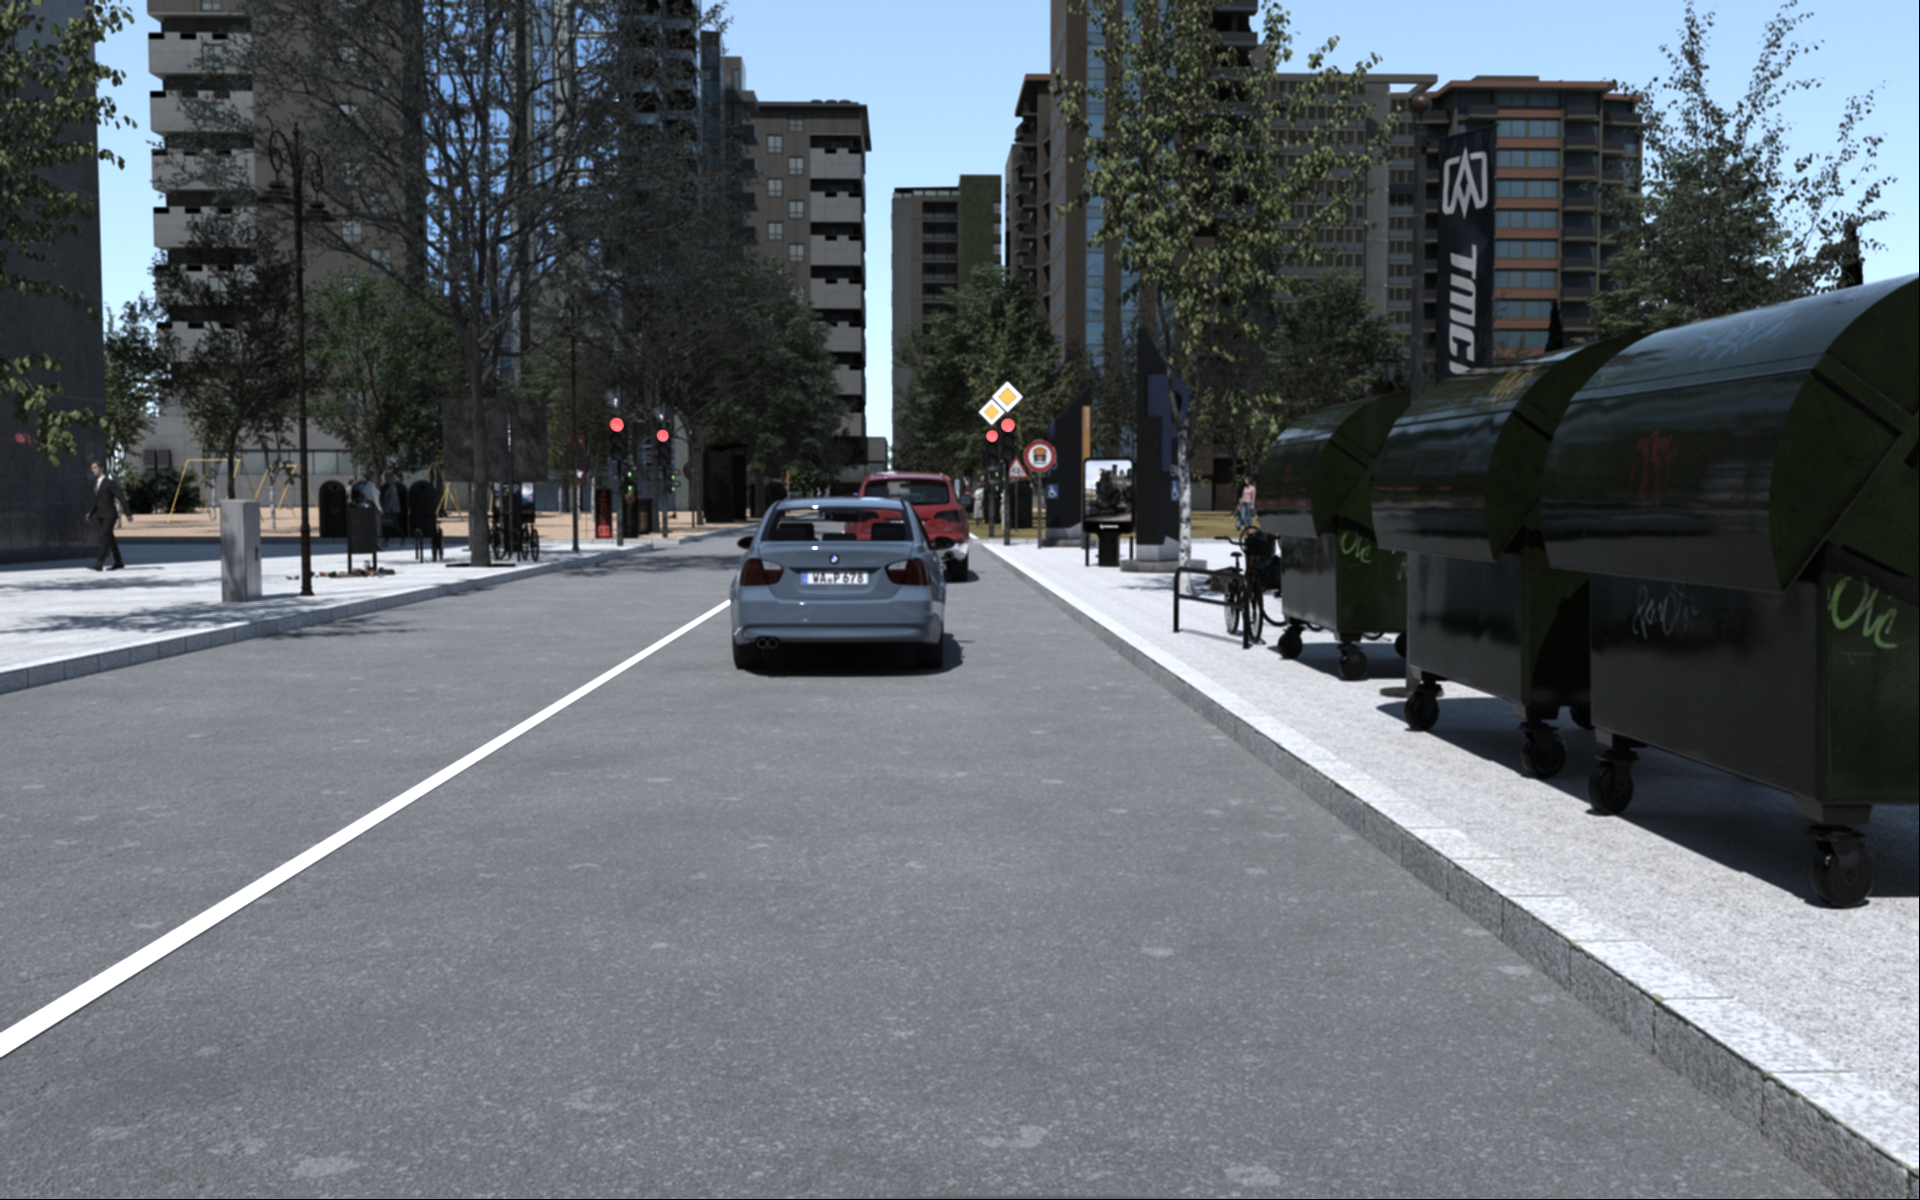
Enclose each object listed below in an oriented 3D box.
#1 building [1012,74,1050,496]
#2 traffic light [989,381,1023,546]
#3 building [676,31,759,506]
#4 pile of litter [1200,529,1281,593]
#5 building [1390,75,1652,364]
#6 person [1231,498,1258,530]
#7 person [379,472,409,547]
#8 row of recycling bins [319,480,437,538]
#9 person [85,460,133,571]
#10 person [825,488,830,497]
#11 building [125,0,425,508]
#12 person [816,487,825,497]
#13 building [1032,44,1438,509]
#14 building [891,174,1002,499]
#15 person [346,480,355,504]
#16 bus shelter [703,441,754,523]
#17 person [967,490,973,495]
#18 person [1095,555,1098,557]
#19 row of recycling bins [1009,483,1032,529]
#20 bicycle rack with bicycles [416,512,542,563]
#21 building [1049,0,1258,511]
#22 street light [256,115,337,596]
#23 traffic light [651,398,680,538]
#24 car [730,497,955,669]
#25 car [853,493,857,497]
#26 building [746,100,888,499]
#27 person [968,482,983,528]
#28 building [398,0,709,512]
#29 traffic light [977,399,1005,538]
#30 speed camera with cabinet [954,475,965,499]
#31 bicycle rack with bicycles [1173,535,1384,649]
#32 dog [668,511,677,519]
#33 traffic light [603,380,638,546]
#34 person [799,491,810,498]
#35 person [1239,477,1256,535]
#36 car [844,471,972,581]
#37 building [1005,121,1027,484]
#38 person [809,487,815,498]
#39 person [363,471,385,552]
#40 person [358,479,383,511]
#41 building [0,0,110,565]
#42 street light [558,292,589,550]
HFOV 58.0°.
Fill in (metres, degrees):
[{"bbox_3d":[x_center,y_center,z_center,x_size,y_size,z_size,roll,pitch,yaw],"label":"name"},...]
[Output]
[{"bbox_3d":[16.987,-32.133,180.001,22.147,44.769,28.867,0,4,-2],"label":"building"},{"bbox_3d":[1.157,-3.314,43.097,0.839,4.253,0.868,0,4,-2],"label":"traffic light"},{"bbox_3d":[-36.512,-34.277,180.030,30.456,49.044,23.786,0,4,-2],"label":"building"},{"bbox_3d":[3.795,-0.573,23.334,1.719,0.858,1.176,-3,5,-42],"label":"pile of litter"},{"bbox_3d":[57.597,-32.401,184.377,28.867,44.769,22.147,0,4,-2],"label":"building"},{"bbox_3d":[10.043,-3.029,61.057,1.012,1.151,0.738,1,4,11],"label":"person"},{"bbox_3d":[-13.613,-2.159,41.519,0.728,1.800,0.709,-1,4,-17],"label":"person"},{"bbox_3d":[-17.253,-2.705,51.335,3.534,1.692,1.069,0,4,3],"label":"row of recycling bins"},{"bbox_3d":[-14.339,-1.416,28.967,0.659,1.850,0.755,2,4,33],"label":"person"},{"bbox_3d":[-9.204,-6.875,120.765,0.748,1.841,0.638,2,4,24],"label":"person"},{"bbox_3d":[-66.008,-35.981,177.524,27.495,52.752,28.713,0,4,-2],"label":"building"},{"bbox_3d":[-8.474,-5.888,104.544,0.659,1.850,0.755,2,4,35],"label":"person"},{"bbox_3d":[22.914,-28.260,153.928,32.217,40.220,23.993,0,4,-2],"label":"building"},{"bbox_3d":[-1.878,-33.054,224.020,14.086,41.232,14.154,0,4,-2],"label":"building"},{"bbox_3d":[-23.554,-3.727,66.832,0.795,1.843,0.661,1,4,22],"label":"person"},{"bbox_3d":[-10.637,-5.418,79.874,1.731,3.624,6.357,0,4,-2],"label":"bus shelter"},{"bbox_3d":[0.840,-10.252,173.604,1.348,1.831,0.705,0,4,-6],"label":"person"},{"bbox_3d":[2.919,-1.803,34.886,0.474,1.900,0.648,1,4,13],"label":"person"},{"bbox_3d":[2.224,-3.599,65.954,1.069,1.692,3.534,0,4,8],"label":"row of recycling bins"},{"bbox_3d":[-9.426,-1.233,33.547,2.852,0.926,2.925,-1,4,-19],"label":"bicycle rack with bicycles"},{"bbox_3d":[14.419,-29.591,133.922,14.600,45.320,14.200,0,4,-2],"label":"building"},{"bbox_3d":[-8.238,-2.989,21.666,0.468,5.910,1.993,0,4,-2],"label":"street light"},{"bbox_3d":[-8.644,-3.783,50.770,0.839,4.253,0.868,0,4,-2],"label":"traffic light"},{"bbox_3d":[-1.035,-0.216,15.538,2.014,1.417,4.499,0,4,-2],"label":"car"},{"bbox_3d":[-9.519,-9.419,163.588,1.945,1.707,3.694,0,4,-2],"label":"car"},{"bbox_3d":[-23.627,-39.296,231.725,27.495,52.752,28.713,0,4,-2],"label":"building"},{"bbox_3d":[0.615,-3.574,65.046,0.524,1.755,0.480,-3,5,-40],"label":"person"},{"bbox_3d":[-31.472,-50.551,139.181,22.319,86.520,31.000,0,4,-2],"label":"building"},{"bbox_3d":[0.912,-3.802,51.078,0.839,4.253,0.868,0,4,-2],"label":"traffic light"},{"bbox_3d":[-0.123,-6.997,108.731,0.660,3.252,2.038,1,4,10],"label":"speed camera with cabinet"},{"bbox_3d":[3.147,-0.133,15.552,2.852,0.926,2.925,-1,4,-11],"label":"bicycle rack with bicycles"},{"bbox_3d":[-15.075,-4.452,90.532,0.748,0.427,0.550,-1,4,-14],"label":"dog"},{"bbox_3d":[-8.399,-3.295,42.789,0.839,4.253,0.868,0,4,-2],"label":"traffic light"},{"bbox_3d":[-18.030,-11.924,201.092,1.348,1.812,0.705,1,4,10],"label":"person"},{"bbox_3d":[8.979,-2.944,54.185,0.555,1.821,0.388,3,5,39],"label":"person"},{"bbox_3d":[-0.913,-1.305,30.004,2.281,1.827,5.304,0,4,-2],"label":"car"},{"bbox_3d":[16.670,-37.009,228.799,21.600,48.544,21.300,0,4,-2],"label":"building"},{"bbox_3d":[-11.792,-8.070,138.077,0.705,1.812,1.348,-1,4,-19],"label":"person"},{"bbox_3d":[-13.126,-1.971,38.491,0.641,1.798,0.478,-1,4,-21],"label":"person"},{"bbox_3d":[-14.568,-2.243,42.810,0.616,1.811,0.778,0,4,-3],"label":"person"},{"bbox_3d":[-27.263,-12.882,28.643,19.932,24.808,12.078,0,4,-2],"label":"building"},{"bbox_3d":[-8.800,-4.080,39.492,0.468,5.910,1.993,0,4,-2],"label":"street light"}]
